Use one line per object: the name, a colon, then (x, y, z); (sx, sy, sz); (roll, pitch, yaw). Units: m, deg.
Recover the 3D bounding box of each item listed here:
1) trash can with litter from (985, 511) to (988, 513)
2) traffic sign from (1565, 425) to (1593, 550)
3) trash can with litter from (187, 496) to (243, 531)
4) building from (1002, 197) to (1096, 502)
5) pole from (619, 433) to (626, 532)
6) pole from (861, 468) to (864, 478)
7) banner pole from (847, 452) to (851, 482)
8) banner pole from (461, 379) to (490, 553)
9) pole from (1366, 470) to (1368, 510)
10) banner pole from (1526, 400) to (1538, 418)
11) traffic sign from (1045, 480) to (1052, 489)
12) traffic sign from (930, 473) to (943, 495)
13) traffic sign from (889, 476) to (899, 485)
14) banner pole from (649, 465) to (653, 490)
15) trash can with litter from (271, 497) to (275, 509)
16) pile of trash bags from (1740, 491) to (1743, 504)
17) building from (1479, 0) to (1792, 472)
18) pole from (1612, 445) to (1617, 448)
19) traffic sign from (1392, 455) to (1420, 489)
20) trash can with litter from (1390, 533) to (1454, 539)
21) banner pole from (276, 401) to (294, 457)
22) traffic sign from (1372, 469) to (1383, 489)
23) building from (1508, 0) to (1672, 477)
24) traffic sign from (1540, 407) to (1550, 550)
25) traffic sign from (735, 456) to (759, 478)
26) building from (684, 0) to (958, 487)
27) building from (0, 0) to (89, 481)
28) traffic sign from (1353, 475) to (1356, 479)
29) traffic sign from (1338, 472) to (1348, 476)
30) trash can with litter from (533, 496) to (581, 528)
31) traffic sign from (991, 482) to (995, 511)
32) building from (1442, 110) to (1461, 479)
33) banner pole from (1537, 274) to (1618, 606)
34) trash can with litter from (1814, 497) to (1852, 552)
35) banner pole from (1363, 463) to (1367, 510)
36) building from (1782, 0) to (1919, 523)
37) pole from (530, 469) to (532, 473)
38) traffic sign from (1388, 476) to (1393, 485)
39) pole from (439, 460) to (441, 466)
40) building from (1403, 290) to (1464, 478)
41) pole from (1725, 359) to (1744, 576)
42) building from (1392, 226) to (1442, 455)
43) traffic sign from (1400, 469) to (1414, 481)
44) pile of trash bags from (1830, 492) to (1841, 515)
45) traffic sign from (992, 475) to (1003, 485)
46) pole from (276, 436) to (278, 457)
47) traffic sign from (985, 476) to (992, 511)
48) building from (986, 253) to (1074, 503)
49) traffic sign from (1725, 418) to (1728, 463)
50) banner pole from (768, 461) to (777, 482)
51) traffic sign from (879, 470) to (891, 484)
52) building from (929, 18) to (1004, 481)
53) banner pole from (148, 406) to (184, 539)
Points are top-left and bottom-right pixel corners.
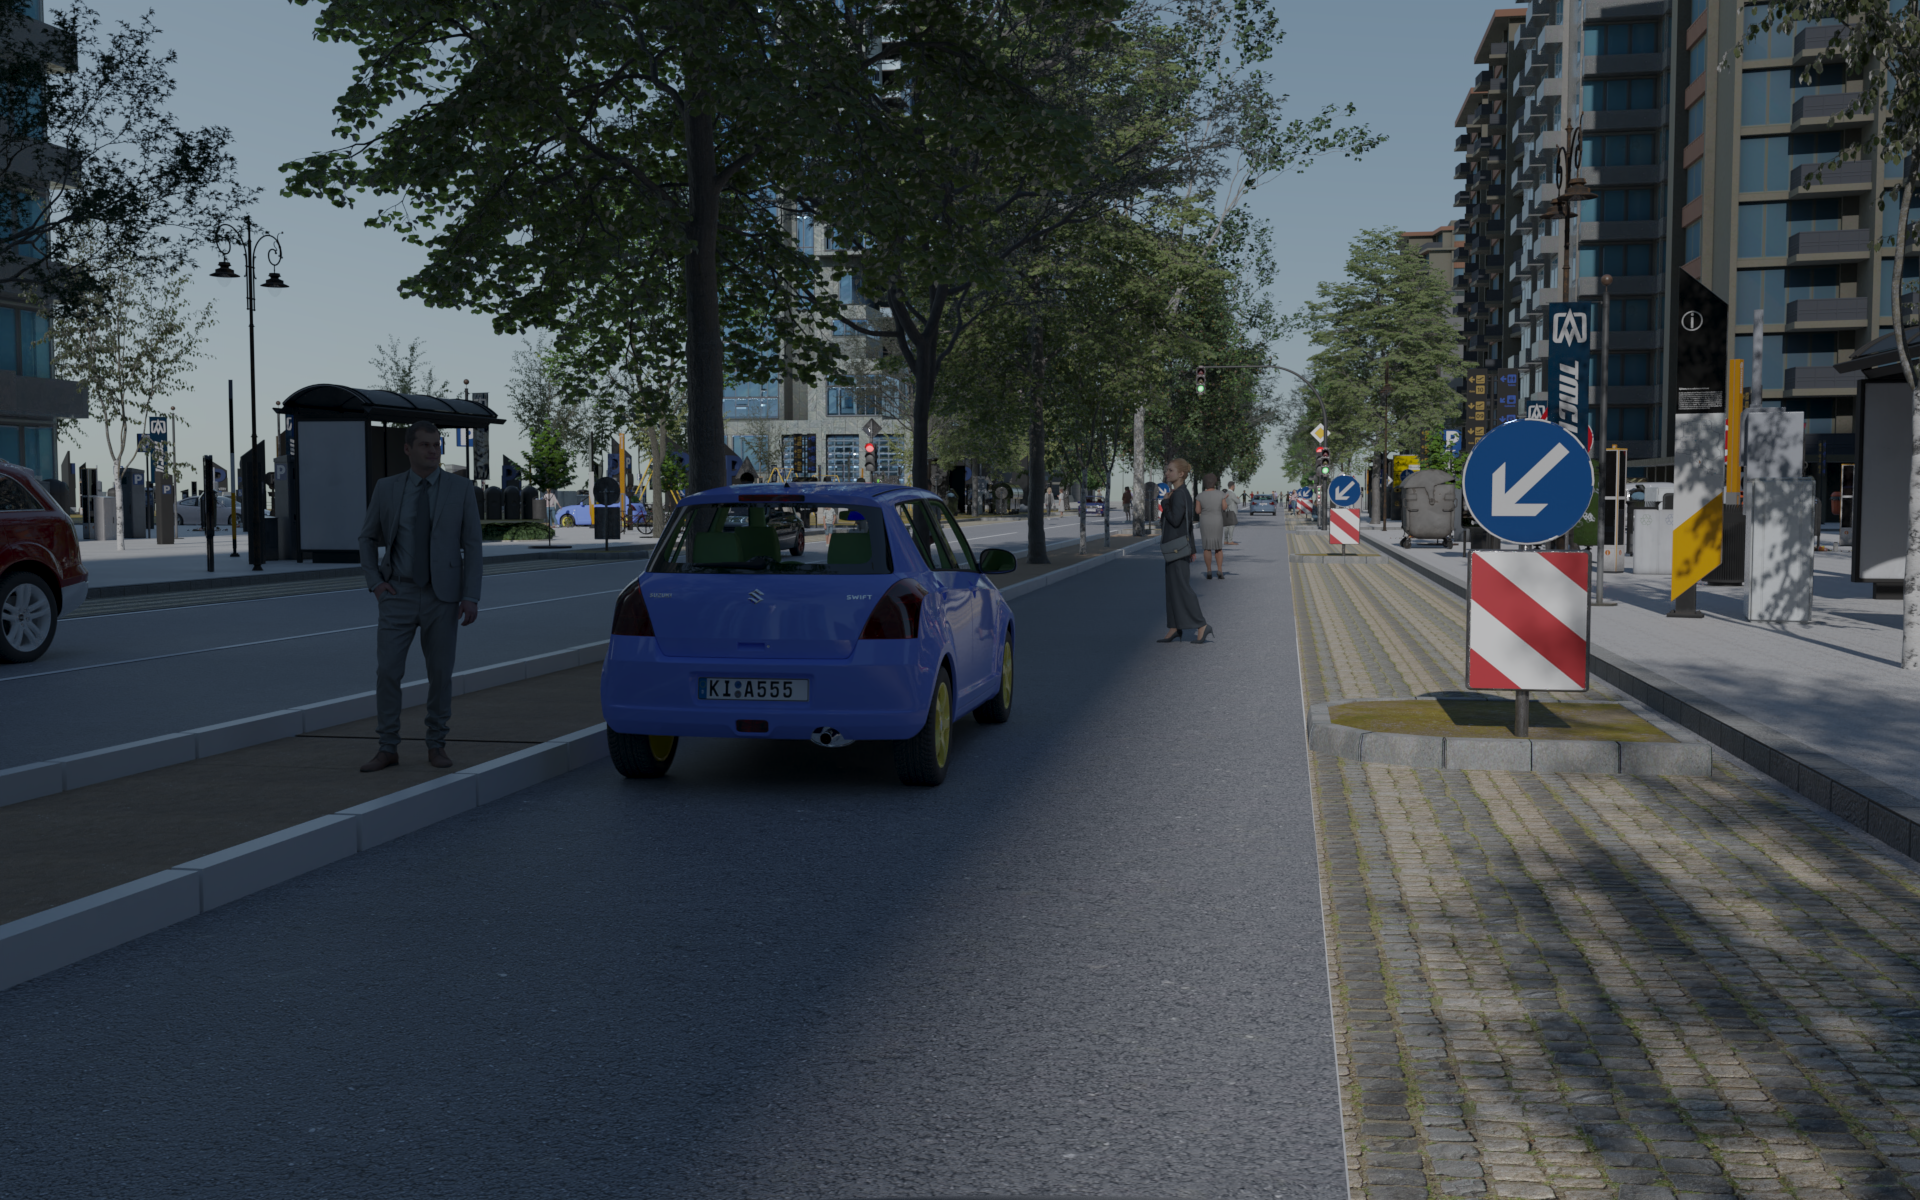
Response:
trash can with litter: (2.082, -6.531, 117.836); (1.678, 1.210, 2.233); (-1, 4, -15)
traffic sign: (9.889, -1.720, 28.220); (0.768, 2.556, 0.104); (1, 4, 13)
trash can with litter: (-26.064, -3.016, 60.374); (1.678, 1.210, 2.233); (0, 4, -2)
building: (10.315, -45.326, 283.077); (21.231, 58.520, 28.212); (1, 4, 11)
pole: (-11.342, -3.938, 58.228); (0.158, 3.312, 0.155); (0, 3, 0)
pole: (-7.722, -8.745, 136.816); (0.158, 3.312, 0.155); (0, 3, 0)
banner pole: (-6.543, -6.856, 102.116); (0.401, 3.779, 0.863); (1, 4, 9)
banner pole: (-10.529, -2.914, 37.656); (0.863, 3.779, 0.401); (2, 4, 28)
pole: (32.728, -8.878, 138.998); (0.158, 3.312, 0.155); (0, 3, 0)
banner pole: (13.681, -3.097, 40.650); (0.863, 3.779, 0.401); (1, 4, 16)
traffic sign: (6.526, -7.751, 128.853); (0.606, 2.300, 0.079); (1, 4, 12)
traffic sign: (-1.456, -6.524, 106.780); (0.768, 2.556, 0.104); (1, 4, 12)
traffic sign: (-3.661, -5.731, 95.830); (0.606, 2.300, 0.079); (1, 4, 11)
banner pole: (-22.991, -8.560, 129.972); (0.401, 3.779, 0.863); (3, 5, 44)
trash can with litter: (-26.808, -3.379, 66.299); (2.233, 1.210, 1.678); (-3, 5, -40)
pile of trash bags: (21.648, -2.489, 50.444); (3.447, 1.369, 1.912); (-2, 4, -25)
building: (57.746, -30.607, 155.050); (22.147, 44.769, 28.867); (1, 4, 11)
pole: (26.987, -4.749, 71.485); (0.158, 3.312, 0.155); (0, 3, 0)
traffic sign: (23.469, -5.838, 89.327); (2.265, 3.308, 0.079); (1, 4, 14)
trash can with litter: (13.616, -2.359, 49.620); (2.233, 1.210, 1.678); (3, 5, 41)
banner pole: (-18.078, -3.464, 46.656); (0.863, 3.779, 0.401); (-2, 4, -29)
traffic sign: (21.393, -5.395, 88.315); (0.768, 2.556, 0.104); (1, 4, 17)
building: (51.476, -30.734, 122.113); (23.786, 49.044, 30.456); (1, 4, 11)
traffic sign: (8.404, -1.512, 24.718); (0.884, 2.594, 0.081); (1, 4, 12)
traffic sign: (-7.221, -3.592, 58.728); (0.884, 2.594, 0.081); (1, 4, 15)
building: (-11.983, -52.101, 164.517); (22.319, 86.520, 31.000); (1, 4, 11)
building: (-42.105, -26.021, 45.057); (30.456, 49.044, 23.786); (1, 4, 11)
traffic sign: (27.083, -7.294, 119.254); (0.884, 2.594, 0.081); (1, 4, 16)
traffic sign: (21.790, -6.010, 98.375); (0.768, 2.556, 0.104); (1, 4, 12)
trash can with litter: (-15.556, -3.344, 65.731); (2.233, 1.210, 1.678); (-1, 4, -9)
traffic sign: (2.514, -7.559, 124.771); (0.795, 2.450, 0.064); (1, 4, 17)
building: (63.969, -32.329, 183.203); (22.147, 44.769, 28.867); (1, 4, 11)
banner pole: (7.142, -1.827, 19.883); (0.863, 3.779, 0.401); (1, 4, 8)
trash can with litter: (19.314, -1.731, 39.359); (1.678, 1.210, 2.233); (0, 4, 0)
banner pole: (32.904, -9.211, 140.608); (0.401, 3.779, 0.863); (1, 4, 23)
building: (48.438, -26.234, 83.553); (28.867, 44.769, 22.147); (1, 4, 11)
pole: (-25.958, -6.778, 104.664); (0.158, 3.312, 0.155); (0, 3, 0)
traffic sign: (23.827, -5.858, 96.960); (0.795, 2.450, 0.064); (1, 4, 15)
pole: (-28.460, -6.172, 94.755); (0.158, 3.312, 0.155); (0, 3, 0)
building: (73.467, -29.815, 259.169); (14.160, 30.474, 14.107); (1, 4, 11)
pole: (11.754, -1.986, 26.308); (0.158, 3.312, 0.155); (0, 3, 0)
building: (81.573, -38.243, 279.902); (22.147, 44.769, 28.867); (1, 4, 11)
traffic sign: (22.769, -5.382, 88.094); (0.768, 2.556, 0.104); (1, 4, 18)
pile of trash bags: (50.777, -5.553, 100.547); (1.912, 1.369, 3.447); (-2, 4, -26)
traffic sign: (2.431, -6.884, 112.666); (0.768, 2.556, 0.104); (1, 4, 14)
pole: (-23.896, -4.095, 60.790); (0.158, 3.312, 0.155); (0, 3, 0)
traffic sign: (1.918, -7.466, 122.073); (0.884, 2.594, 0.081); (1, 4, 15)
building: (0.240, -34.687, 259.006); (32.217, 40.220, 23.993); (1, 4, 11)
traffic sign: (12.621, -1.759, 28.861); (0.768, 2.556, 0.104); (1, 4, 17)
banner pole: (-14.124, -8.570, 130.131); (0.863, 3.779, 0.401); (-1, 4, -13)
traffic sign: (-4.205, -5.789, 94.661); (0.884, 2.594, 0.081); (1, 4, 15)
building: (-10.374, -37.062, 195.206); (28.713, 52.752, 27.495); (1, 4, 11)
banner pole: (-22.582, -3.623, 49.249); (0.863, 3.779, 0.401); (-1, 4, -23)
